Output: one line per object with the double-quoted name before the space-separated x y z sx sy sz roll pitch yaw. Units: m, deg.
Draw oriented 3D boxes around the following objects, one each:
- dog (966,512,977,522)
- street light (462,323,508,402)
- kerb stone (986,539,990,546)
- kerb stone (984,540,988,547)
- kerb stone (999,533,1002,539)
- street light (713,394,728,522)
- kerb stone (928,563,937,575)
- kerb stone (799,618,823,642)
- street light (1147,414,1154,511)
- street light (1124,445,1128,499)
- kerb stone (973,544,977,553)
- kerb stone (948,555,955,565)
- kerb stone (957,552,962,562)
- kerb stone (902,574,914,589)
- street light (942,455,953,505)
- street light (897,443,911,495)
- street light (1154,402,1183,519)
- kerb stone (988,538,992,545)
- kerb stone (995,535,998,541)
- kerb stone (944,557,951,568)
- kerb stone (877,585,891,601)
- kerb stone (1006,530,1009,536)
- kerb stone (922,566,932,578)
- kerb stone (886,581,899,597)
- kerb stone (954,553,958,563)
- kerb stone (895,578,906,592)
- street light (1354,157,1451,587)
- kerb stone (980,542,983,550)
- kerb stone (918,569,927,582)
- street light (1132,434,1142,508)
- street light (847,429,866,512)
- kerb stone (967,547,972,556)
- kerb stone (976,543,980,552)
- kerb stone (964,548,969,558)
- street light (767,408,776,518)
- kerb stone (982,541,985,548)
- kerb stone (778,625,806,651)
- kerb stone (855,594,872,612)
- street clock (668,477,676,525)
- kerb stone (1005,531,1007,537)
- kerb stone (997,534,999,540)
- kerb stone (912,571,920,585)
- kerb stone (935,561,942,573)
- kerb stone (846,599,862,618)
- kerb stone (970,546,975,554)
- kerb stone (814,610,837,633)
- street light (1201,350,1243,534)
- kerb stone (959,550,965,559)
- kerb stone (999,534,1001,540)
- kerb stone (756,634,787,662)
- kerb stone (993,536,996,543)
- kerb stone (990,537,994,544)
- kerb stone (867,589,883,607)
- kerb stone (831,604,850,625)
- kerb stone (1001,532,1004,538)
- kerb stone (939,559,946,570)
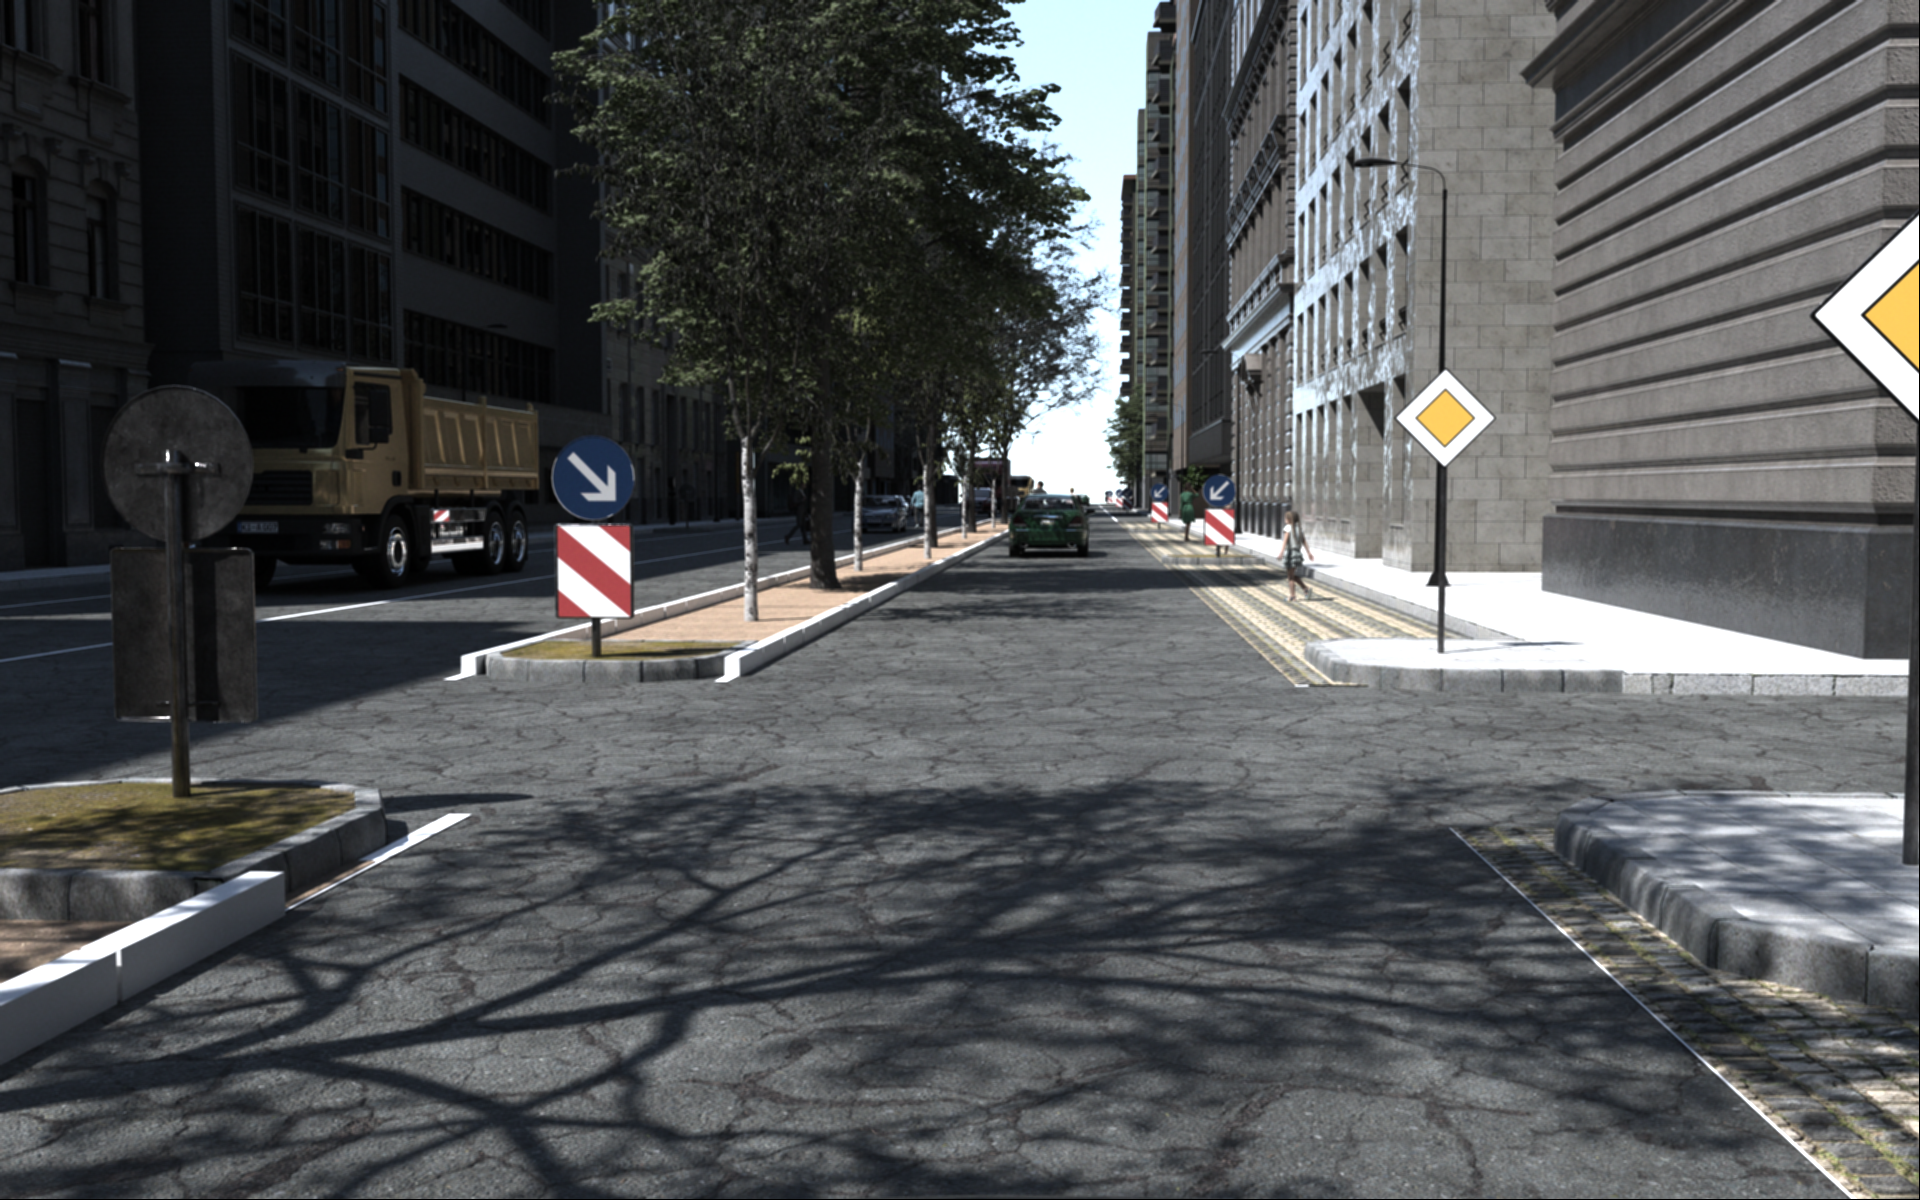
"dog" 0.565 -4.274 89.165 0.406 0.507 0.540 3 5 39
"street light" -13.006 -4.574 47.332 1.470 5.913 1.316 0 4 4
"kerb stone" 0.645 -1.507 46.833 0.120 0.150 1.000 0 4 4
"kerb stone" 0.573 -1.444 45.811 0.120 0.150 1.000 0 4 4
"kerb stone" 1.162 -1.942 54.004 0.120 0.150 1.000 0 4 4
"street light" -10.618 -6.520 79.145 1.470 5.913 1.316 0 4 4
"kerb stone" -0.554 -0.506 30.471 0.120 0.150 1.000 0 4 4
"kerb stone" -1.523 0.312 17.164 0.120 0.150 1.000 0 4 4
"street light" 11.618 -7.849 100.880 1.470 5.913 1.316 0 4 4
"street light" 16.316 -11.775 165.069 1.470 5.913 1.316 0 4 4
"kerb stone" 0.268 -1.193 41.722 0.120 0.150 1.000 0 4 4
"kerb stone" -0.255 -0.756 34.562 0.120 0.150 1.000 0 4 4
"kerb stone" -0.105 -0.873 36.608 0.120 0.150 1.000 0 4 4
"kerb stone" -0.851 -0.252 26.375 0.120 0.150 1.000 0 4 4
"street light" -1.447 -14.332 206.874 1.470 5.913 1.316 0 4 4
"street light" -5.079 -11.249 156.459 1.470 5.913 1.316 0 4 4
"street light" 10.709 -7.042 87.673 1.470 5.913 1.316 0 4 4
"kerb stone" 0.719 -1.564 47.856 0.120 0.150 1.000 0 4 4
"kerb stone" 0.944 -1.757 50.929 0.120 0.150 1.000 0 4 4
"kerb stone" -0.332 -0.694 33.543 0.120 0.150 1.000 0 4 4
"kerb stone" -1.081 -0.068 23.309 0.120 0.150 1.000 0 4 4
"kerb stone" 1.463 -2.195 58.089 0.120 0.150 1.000 0 4 4
"kerb stone" -0.623 -0.443 29.438 0.120 0.150 1.000 0 4 4
"kerb stone" -1.010 -0.127 24.330 0.120 0.150 1.000 0 4 4
"kerb stone" -0.180 -0.818 35.589 0.120 0.150 1.000 0 4 4
"kerb stone" -0.933 -0.192 25.349 0.120 0.150 1.000 0 4 4
"street light" 6.134 -3.149 24.033 1.470 5.913 1.316 0 4 4
"kerb stone" 0.417 -1.316 43.773 0.120 0.150 1.000 0 4 4
"kerb stone" -0.695 -0.377 28.419 0.120 0.150 1.000 0 4 4
"street light" 14.132 -9.828 133.225 1.470 5.913 1.316 0 4 4
"street light" -7.439 -9.280 124.273 1.470 5.913 1.316 0 4 4
"kerb stone" 0.115 -1.067 39.677 0.120 0.150 1.000 0 4 4
"kerb stone" 0.344 -1.257 42.753 0.120 0.150 1.000 0 4 4
"kerb stone" 0.046 -1.007 38.655 0.120 0.150 1.000 0 4 4
"street light" -9.688 -7.293 91.782 1.470 5.913 1.316 0 4 4
"kerb stone" 0.499 -1.382 44.791 0.120 0.150 1.000 0 4 4
"kerb stone" -1.603 0.371 16.141 0.120 0.150 1.000 0 4 4
"kerb stone" -1.233 0.061 21.260 0.120 0.150 1.000 0 4 4
"street clock" -11.961 -4.121 71.941 0.358 2.002 0.471 0 4 4
"kerb stone" 1.393 -2.128 57.063 0.120 0.150 1.000 0 4 4
"kerb stone" 1.014 -1.820 51.950 0.120 0.150 1.000 0 4 4
"kerb stone" -0.782 -0.318 27.395 0.120 0.150 1.000 0 4 4
"kerb stone" -0.481 -0.569 31.492 0.120 0.150 1.000 0 4 4
"kerb stone" -1.303 0.128 20.233 0.120 0.150 1.000 0 4 4
"kerb stone" 0.190 -1.132 40.703 0.120 0.150 1.000 0 4 4
"kerb stone" -1.448 0.245 18.183 0.120 0.150 1.000 0 4 4
"street light" 8.438 -5.095 55.852 1.470 5.913 1.316 0 4 4
"kerb stone" -0.036 -0.937 37.628 0.120 0.150 1.000 0 4 4
"kerb stone" 1.089 -1.883 52.974 0.120 0.150 1.000 0 4 4
"kerb stone" -1.681 0.436 15.116 0.120 0.150 1.000 0 4 4
"kerb stone" 0.867 -1.695 49.910 0.120 0.150 1.000 0 4 4
"kerb stone" 0.795 -1.628 48.888 0.120 0.150 1.000 0 4 4
"kerb stone" -1.148 -0.006 22.290 0.120 0.150 1.000 0 4 4
"kerb stone" -1.377 0.183 19.202 0.120 0.150 1.000 0 4 4
"kerb stone" 1.236 -2.008 55.023 0.120 0.150 1.000 0 4 4
"kerb stone" -0.407 -0.630 32.517 0.120 0.150 1.000 0 4 4
